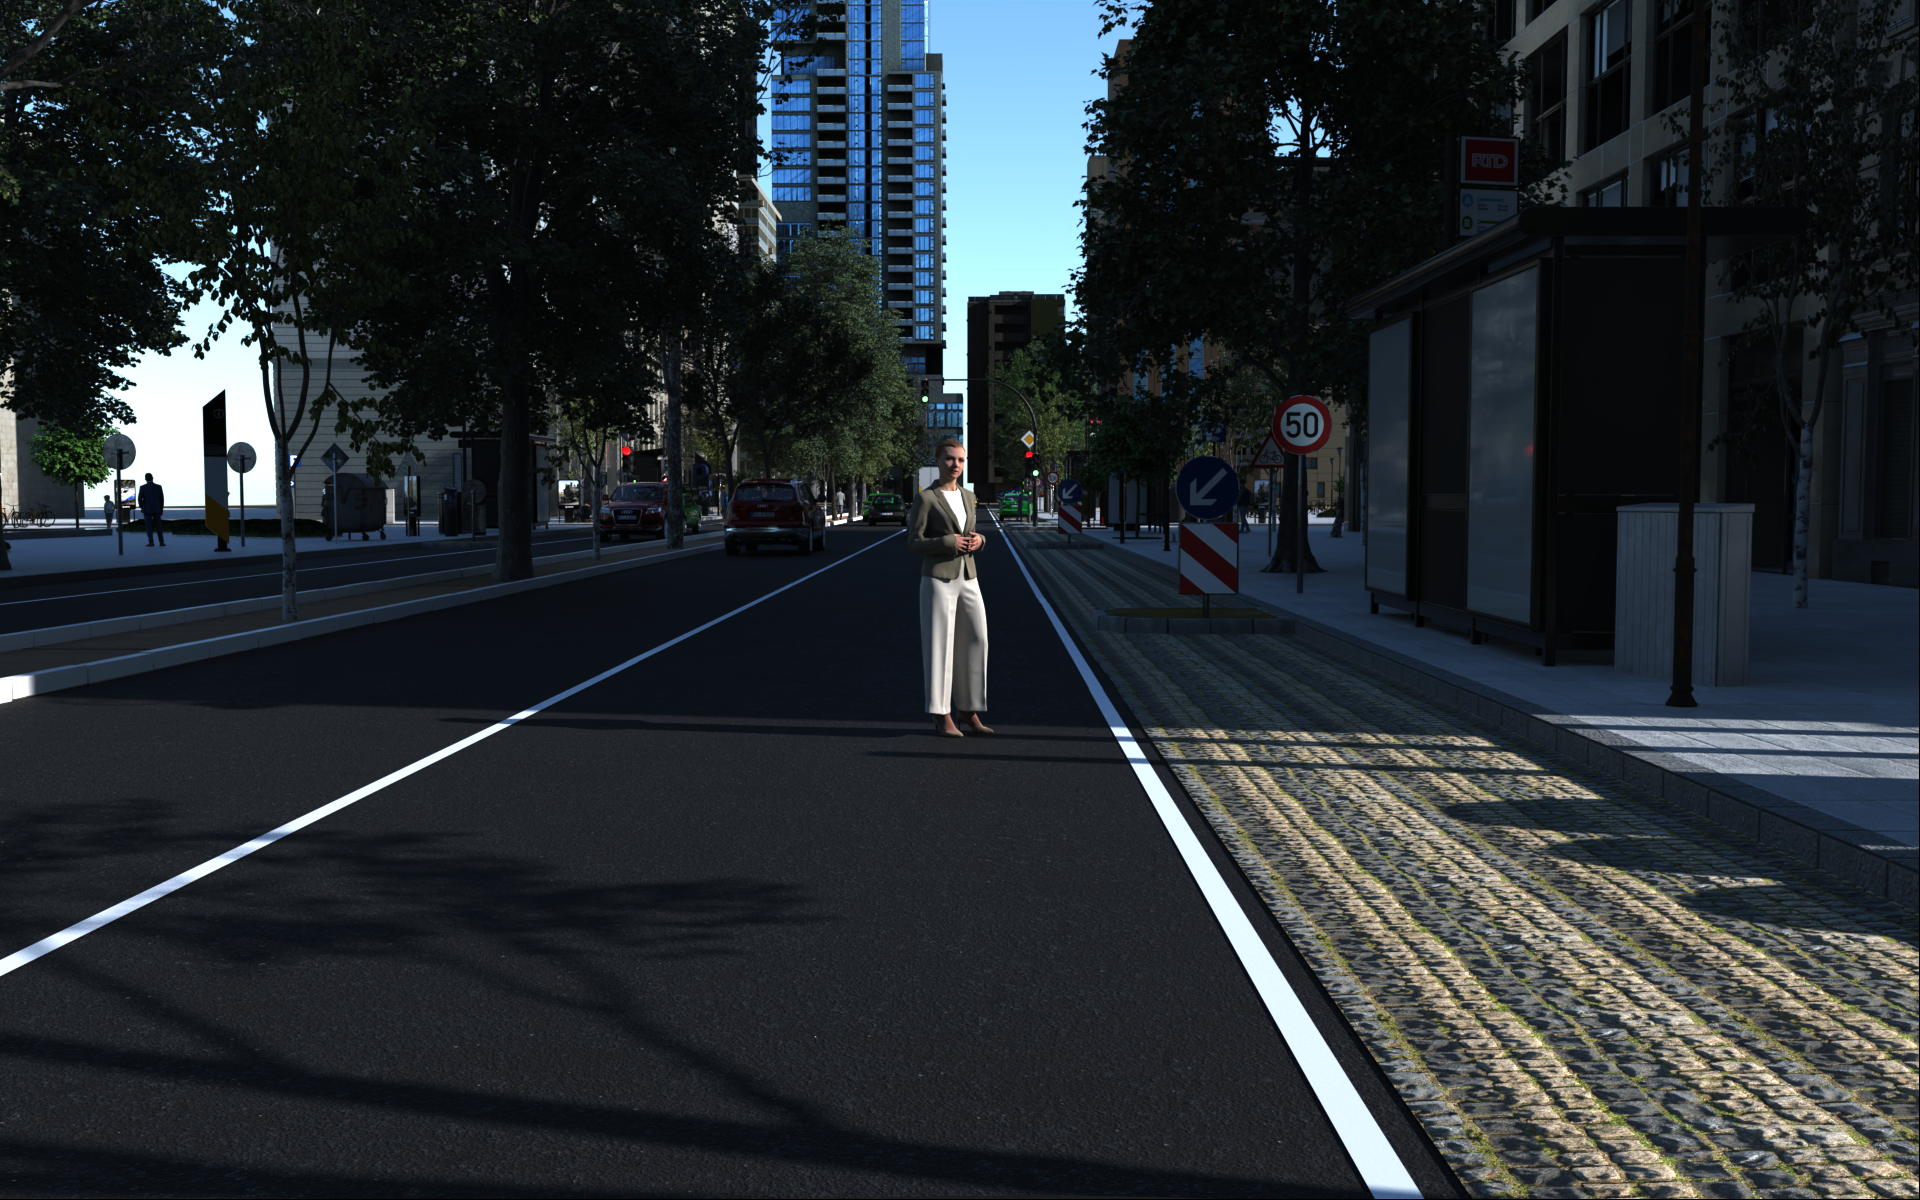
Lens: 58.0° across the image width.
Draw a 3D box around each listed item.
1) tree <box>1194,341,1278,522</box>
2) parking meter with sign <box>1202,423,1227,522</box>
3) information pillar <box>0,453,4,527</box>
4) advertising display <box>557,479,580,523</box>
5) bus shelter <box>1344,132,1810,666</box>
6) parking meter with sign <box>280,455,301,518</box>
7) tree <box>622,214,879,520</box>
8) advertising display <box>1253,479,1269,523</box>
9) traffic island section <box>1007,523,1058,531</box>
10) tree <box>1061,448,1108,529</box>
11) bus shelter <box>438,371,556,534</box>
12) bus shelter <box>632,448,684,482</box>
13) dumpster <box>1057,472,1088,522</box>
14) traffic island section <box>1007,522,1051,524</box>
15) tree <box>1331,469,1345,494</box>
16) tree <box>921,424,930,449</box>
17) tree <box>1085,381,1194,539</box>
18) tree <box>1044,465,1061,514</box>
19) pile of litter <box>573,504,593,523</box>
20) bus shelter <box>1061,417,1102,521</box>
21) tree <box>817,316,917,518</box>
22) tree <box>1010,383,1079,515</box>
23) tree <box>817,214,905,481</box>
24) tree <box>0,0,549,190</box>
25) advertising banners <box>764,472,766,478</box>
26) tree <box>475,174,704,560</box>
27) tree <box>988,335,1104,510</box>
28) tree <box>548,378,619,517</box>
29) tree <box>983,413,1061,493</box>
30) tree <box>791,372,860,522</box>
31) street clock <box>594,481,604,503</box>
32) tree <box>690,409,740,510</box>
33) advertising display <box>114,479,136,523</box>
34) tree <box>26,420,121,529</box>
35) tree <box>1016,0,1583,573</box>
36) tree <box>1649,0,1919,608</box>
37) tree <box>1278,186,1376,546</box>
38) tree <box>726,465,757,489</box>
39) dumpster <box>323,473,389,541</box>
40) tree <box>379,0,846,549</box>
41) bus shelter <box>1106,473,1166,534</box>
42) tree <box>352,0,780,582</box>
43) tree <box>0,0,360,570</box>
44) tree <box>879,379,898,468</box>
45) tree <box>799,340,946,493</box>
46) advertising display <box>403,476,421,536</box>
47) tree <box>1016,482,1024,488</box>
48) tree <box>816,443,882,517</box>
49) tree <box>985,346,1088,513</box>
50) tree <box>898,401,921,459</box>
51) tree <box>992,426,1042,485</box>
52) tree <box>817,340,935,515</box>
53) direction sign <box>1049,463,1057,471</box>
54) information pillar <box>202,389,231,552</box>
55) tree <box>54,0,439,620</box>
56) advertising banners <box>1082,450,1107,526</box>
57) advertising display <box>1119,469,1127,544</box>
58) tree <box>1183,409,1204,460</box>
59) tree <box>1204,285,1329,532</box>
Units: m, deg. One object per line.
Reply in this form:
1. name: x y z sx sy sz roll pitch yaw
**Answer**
1. tree: 10.508 -7.053 65.684 4.360 8.622 3.978 0 3 0
2. parking meter with sign: 5.761 -2.620 39.098 0.543 3.016 1.738 0 4 6
3. information pillar: -37.892 -4.690 68.035 0.183 3.616 0.504 2 4 28
4. advertising display: -17.306 -4.366 76.601 0.974 1.923 0.123 -2 4 -25
5. bus shelter: 5.183 -2.406 16.978 2.179 5.291 8.768 0 4 1
6. parking meter with sign: -30.019 -4.968 77.494 0.543 3.016 1.738 -3 4 -38
7. tree: -7.312 -7.285 55.985 8.767 10.594 7.601 0 4 1
8. advertising display: 13.276 -4.333 76.060 0.123 1.923 0.974 -3 4 -36
9. traffic island section: 2.987 -2.827 68.495 2.009 0.180 2.903 0 4 1
10. tree: 4.934 -4.217 63.543 1.663 3.219 1.824 0 3 0
11. bus shelter: -15.968 -4.991 59.241 2.179 5.291 8.768 0 4 1
12. bus shelter: -15.945 -6.125 91.425 1.731 3.624 6.357 0 4 1
13. dumpster: 5.212 -4.666 78.783 1.502 2.255 1.985 0 4 1
14. traffic island section: 3.076 -3.315 76.480 2.009 0.180 2.903 0 4 1
15. tree: 28.880 -8.268 129.775 1.663 3.219 1.824 0 3 0
16. tree: -6.287 -11.490 124.726 8.767 10.594 7.601 0 4 1
17. tree: 5.087 -4.032 49.635 4.285 4.588 4.351 0 3 0
18. tree: 6.115 -7.072 110.227 1.663 3.219 1.824 0 3 0
19. pile of litter: -16.678 -3.907 77.837 1.719 0.858 1.176 -1 4 -20
20. bus shelter: 6.282 -6.728 87.632 2.179 5.291 8.768 0 4 1
21. tree: -6.434 -11.065 101.499 7.486 12.596 7.792 0 3 0
22. tree: 5.443 -9.526 106.106 4.737 8.622 4.395 0 3 0
23. tree: -6.924 -10.439 79.794 9.857 13.997 8.962 0 3 0
24. tree: -7.659 -5.963 10.316 12.009 13.543 11.850 0 3 0
25. advertising banners: -14.608 -8.664 137.844 2.074 3.025 0.090 -2 4 -25
26. tree: -7.837 -5.167 37.293 4.360 8.622 3.978 0 3 0
27. tree: 7.135 -14.304 140.520 9.857 13.997 8.962 0 3 0
28. tree: -19.449 -8.508 89.472 4.737 8.622 4.395 0 3 0
29. tree: 7.679 -17.519 196.801 12.009 13.543 11.850 0 3 0
30. tree: -6.876 -8.263 87.925 4.360 8.622 3.978 0 3 0
31. street clock: -17.547 -4.875 84.283 0.471 2.002 0.358 0 4 7
32. tree: -19.277 -11.403 136.794 4.737 8.622 4.395 0 3 0
33. advertising display: -37.008 -4.377 76.784 0.123 1.923 0.974 2 4 29
34. tree: -31.954 -4.835 62.766 4.285 4.588 4.351 0 3 0
35. tree: 5.591 -6.794 28.088 9.611 12.733 9.660 0 3 0
36. tree: 9.667 -4.221 19.371 4.360 8.622 3.978 0 3 0
37. tree: 9.994 -5.640 42.579 4.360 8.622 3.978 0 3 0
38. tree: -15.161 -7.716 120.754 1.663 3.219 1.824 0 3 0
39. dumpster: -16.686 -2.571 47.795 1.264 1.857 1.865 0 4 1
40. tree: -8.643 -11.448 45.520 12.611 20.169 13.585 0 3 0
41. bus shelter: 5.854 -3.899 57.669 2.014 3.302 5.546 0 4 1
42. tree: -7.336 -7.276 28.082 9.857 13.997 8.962 0 3 0
43. tree: -16.417 -7.468 28.756 9.857 13.997 8.962 0 3 0
44. tree: -6.934 -7.755 63.668 8.767 10.594 7.601 0 4 1
45. tree: -6.136 -13.559 134.522 12.009 13.543 11.850 0 3 0
46. advertising display: -16.743 -2.919 52.932 0.123 1.923 0.974 -3 5 -41
47. tree: 7.099 -11.784 187.271 1.663 3.219 1.824 0 3 0
48. tree: -6.475 -9.488 107.941 4.737 8.622 4.395 0 3 0
49. tree: 5.794 -11.812 118.873 9.928 11.665 9.643 0 3 0
50. tree: -6.784 -9.606 93.934 8.767 10.594 7.601 0 4 1
51. tree: 7.549 -18.751 224.702 7.486 12.596 7.792 0 3 0
52. tree: -6.510 -12.019 115.973 9.611 12.733 9.660 0 3 0
53. direction sign: 6.616 -8.165 125.502 0.876 3.537 0.379 -1 4 -17
54. information pillar: -16.537 -2.885 38.522 0.504 3.616 0.183 -2 4 -31
55. tree: -7.536 -4.053 19.089 4.737 8.622 4.395 0 3 0
56. advertising banners: 5.842 -4.452 68.976 2.074 3.025 0.090 1 4 14
57. advertising display: 4.238 -2.437 45.061 0.123 1.923 0.974 1 4 10
58. tree: 15.562 -9.887 112.017 4.737 8.622 4.395 0 3 0
59. tree: 10.761 -6.666 59.344 4.737 8.622 4.395 0 3 0
